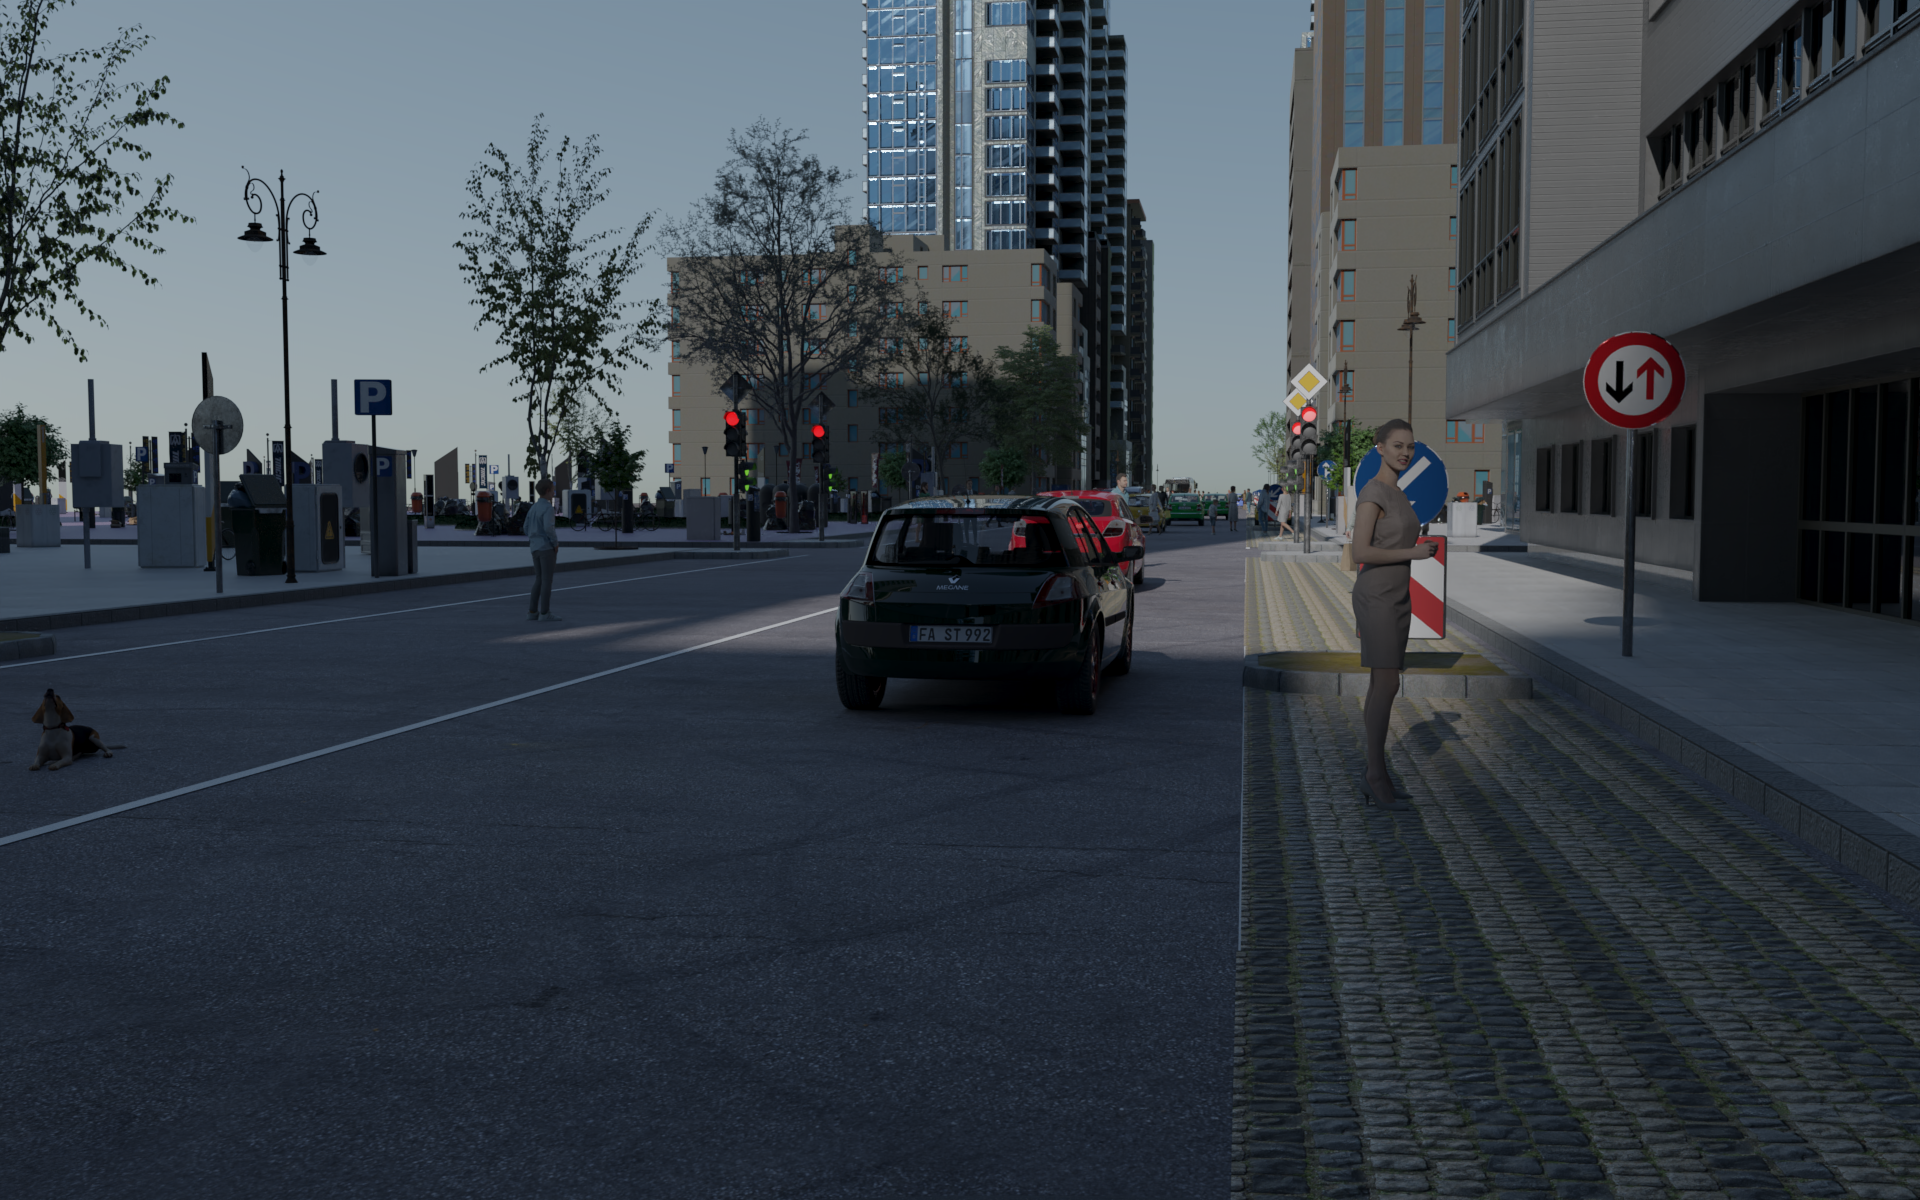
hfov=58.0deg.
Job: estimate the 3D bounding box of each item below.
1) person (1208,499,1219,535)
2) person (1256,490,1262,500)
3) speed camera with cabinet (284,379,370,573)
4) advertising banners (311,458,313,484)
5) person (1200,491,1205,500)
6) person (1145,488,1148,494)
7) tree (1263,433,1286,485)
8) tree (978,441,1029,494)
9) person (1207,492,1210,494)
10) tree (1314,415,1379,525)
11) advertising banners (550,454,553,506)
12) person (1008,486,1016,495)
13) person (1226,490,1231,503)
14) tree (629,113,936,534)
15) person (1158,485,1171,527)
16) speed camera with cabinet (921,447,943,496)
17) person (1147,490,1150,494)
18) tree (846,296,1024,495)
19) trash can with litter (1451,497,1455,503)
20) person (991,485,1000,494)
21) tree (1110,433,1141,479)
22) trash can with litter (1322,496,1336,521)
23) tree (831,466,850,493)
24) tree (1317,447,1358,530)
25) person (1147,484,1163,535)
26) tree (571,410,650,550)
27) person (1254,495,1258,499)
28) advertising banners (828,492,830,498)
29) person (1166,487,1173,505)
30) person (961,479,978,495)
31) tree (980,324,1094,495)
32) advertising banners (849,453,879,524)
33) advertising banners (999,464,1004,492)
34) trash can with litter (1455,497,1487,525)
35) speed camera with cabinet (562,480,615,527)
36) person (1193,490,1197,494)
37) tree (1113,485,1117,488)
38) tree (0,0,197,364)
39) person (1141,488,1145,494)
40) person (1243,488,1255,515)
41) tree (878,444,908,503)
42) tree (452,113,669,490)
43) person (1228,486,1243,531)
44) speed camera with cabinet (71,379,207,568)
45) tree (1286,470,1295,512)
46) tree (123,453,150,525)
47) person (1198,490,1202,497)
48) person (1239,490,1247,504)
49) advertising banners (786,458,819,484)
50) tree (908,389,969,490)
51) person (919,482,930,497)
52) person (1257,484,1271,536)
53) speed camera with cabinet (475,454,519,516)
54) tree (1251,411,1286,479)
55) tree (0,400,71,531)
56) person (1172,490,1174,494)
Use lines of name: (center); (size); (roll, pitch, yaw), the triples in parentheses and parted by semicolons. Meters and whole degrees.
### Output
person: (8.905, -2.919, 60.916); (0.352, 1.250, 0.332); (-1, 4, -11)
person: (23.904, -7.853, 137.680); (0.721, 1.735, 1.217); (-1, 4, -21)
speed camera with cabinet: (-10.645, -2.131, 29.175); (0.660, 3.252, 2.038); (0, 4, 6)
advertising banners: (-31.734, -5.401, 84.496); (0.090, 3.025, 2.074); (-1, 4, -10)
person: (21.879, -9.004, 156.423); (0.721, 1.736, 1.217); (-1, 4, -14)
person: (12.151, -6.380, 112.922); (0.767, 1.812, 0.694); (-1, 4, -15)
tree: (37.840, -15.398, 202.123); (4.737, 8.622, 4.395); (0, 3, 0)
tree: (2.673, -7.422, 105.058); (4.285, 4.588, 4.351); (0, 3, 0)
person: (22.991, -9.149, 159.554); (0.593, 1.643, 0.415); (-2, 4, -35)
tree: (16.168, -5.379, 71.667); (4.285, 4.588, 4.351); (0, 3, 0)
advertising banners: (-17.680, -4.817, 74.943); (0.090, 3.025, 2.074); (-1, 4, -9)
person: (2.578, -4.678, 85.106); (0.853, 1.813, 0.709); (-3, 4, -38)
person: (20.643, -7.566, 132.751); (0.990, 1.755, 0.434); (1, 4, 15)
tree: (-5.563, -8.940, 56.532); (12.009, 13.543, 11.850); (0, 3, 0)
person: (8.467, -4.006, 74.218); (0.699, 1.804, 1.509); (-1, 4, -18)
speed camera with cabinet: (-1.177, -4.810, 72.975); (0.660, 3.252, 2.038); (1, 4, 11)
person: (16.455, -8.712, 150.958); (0.705, 1.821, 1.348); (-1, 4, -17)
tree: (-0.848, -8.967, 81.019); (8.767, 10.594, 7.601); (-2, 4, -31)
trash can with litter: (21.033, -3.732, 72.411); (1.055, 1.170, 0.624); (0, 4, 4)
person: (1.501, -4.043, 74.517); (0.836, 1.842, 0.656); (0, 4, 8)
tree: (18.425, -15.152, 198.092); (4.360, 8.622, 3.978); (0, 3, 0)
trash can with litter: (18.251, -4.431, 83.508); (1.678, 1.210, 2.233); (3, 5, 40)
tree: (-8.342, -7.568, 118.345); (1.663, 3.219, 1.824); (0, 3, 0)
tree: (13.920, -4.139, 62.269); (1.663, 3.219, 1.824); (0, 3, 0)
person: (6.748, -3.127, 59.972); (0.624, 1.780, 0.694); (0, 4, 7)
tree: (-7.889, -2.776, 39.982); (1.663, 3.219, 1.824); (0, 3, 0)
person: (27.857, -9.320, 161.664); (1.217, 1.735, 0.721); (3, 4, 37)
advertising banners: (-8.608, -6.910, 109.171); (0.090, 3.025, 2.074); (2, 4, 31)
person: (12.094, -5.635, 100.405); (0.659, 1.850, 0.755); (2, 4, 26)
person: (0.306, -2.403, 47.566); (0.659, 1.850, 0.755); (-1, 4, -9)
tree: (5.045, -12.077, 115.593); (7.486, 12.596, 7.792); (0, 3, 0)
advertising banners: (-4.098, -4.760, 74.012); (0.090, 3.025, 2.074); (-3, 5, -41)
advertising banners: (2.241, -6.454, 101.706); (0.090, 3.025, 2.074); (1, 4, 20)
trash can with litter: (21.114, -3.664, 71.299); (1.055, 1.170, 0.624); (-1, 4, -17)
speed camera with cabinet: (-14.647, -4.532, 68.435); (2.038, 3.252, 0.660); (-2, 4, -35)
person: (20.880, -8.876, 153.629); (0.705, 1.823, 1.348); (0, 4, -6)
tree: (17.918, -12.141, 193.108); (1.663, 3.219, 1.824); (0, 3, 0)
tree: (-11.052, -4.234, 19.591); (4.360, 8.622, 3.978); (0, 3, 0)
person: (8.913, -4.619, 84.766); (0.760, 1.731, 0.466); (-1, 4, -9)
person: (19.801, -6.756, 118.952); (0.794, 1.824, 0.713); (-1, 4, -16)
tree: (-3.865, -7.833, 111.777); (4.285, 4.588, 4.351); (0, 3, 0)
tree: (-8.162, -5.154, 34.627); (4.737, 8.622, 4.395); (0, 3, 0)
person: (10.609, -3.530, 66.791); (0.480, 1.755, 0.524); (3, 5, 41)
speed camera with cabinet: (-14.261, -2.186, 30.085); (2.038, 3.252, 0.660); (0, 4, -5)
tree: (27.059, -9.026, 142.173); (1.663, 3.219, 1.824); (0, 3, 0)
tree: (-33.746, -4.698, 71.419); (1.663, 3.219, 1.824); (0, 3, 0)
person: (19.825, -8.266, 144.364); (0.721, 1.735, 1.217); (-3, 4, -36)
person: (26.045, -9.156, 158.287); (1.348, 1.812, 0.705); (-2, 4, -25)
advertising banners: (-8.044, -5.733, 89.930); (2.074, 3.025, 0.090); (1, 4, 13)
tree: (-1.526, -10.418, 120.701); (4.360, 8.622, 3.978); (0, 3, 0)
person: (-1.062, -2.593, 51.139); (0.529, 1.795, 0.600); (1, 4, 12)
person: (10.396, -3.082, 59.152); (0.793, 1.790, 0.793); (1, 4, 12)
speed camera with cabinet: (-22.793, -5.562, 85.273); (2.038, 3.252, 0.660); (-2, 4, -35)
tree: (38.934, -17.340, 209.259); (9.928, 11.665, 9.643); (0, 3, 0)
tree: (-32.880, -4.717, 60.834); (4.285, 4.588, 4.351); (0, 3, 0)
person: (16.170, -7.535, 132.235); (0.617, 1.759, 0.750); (-2, 4, -28)
